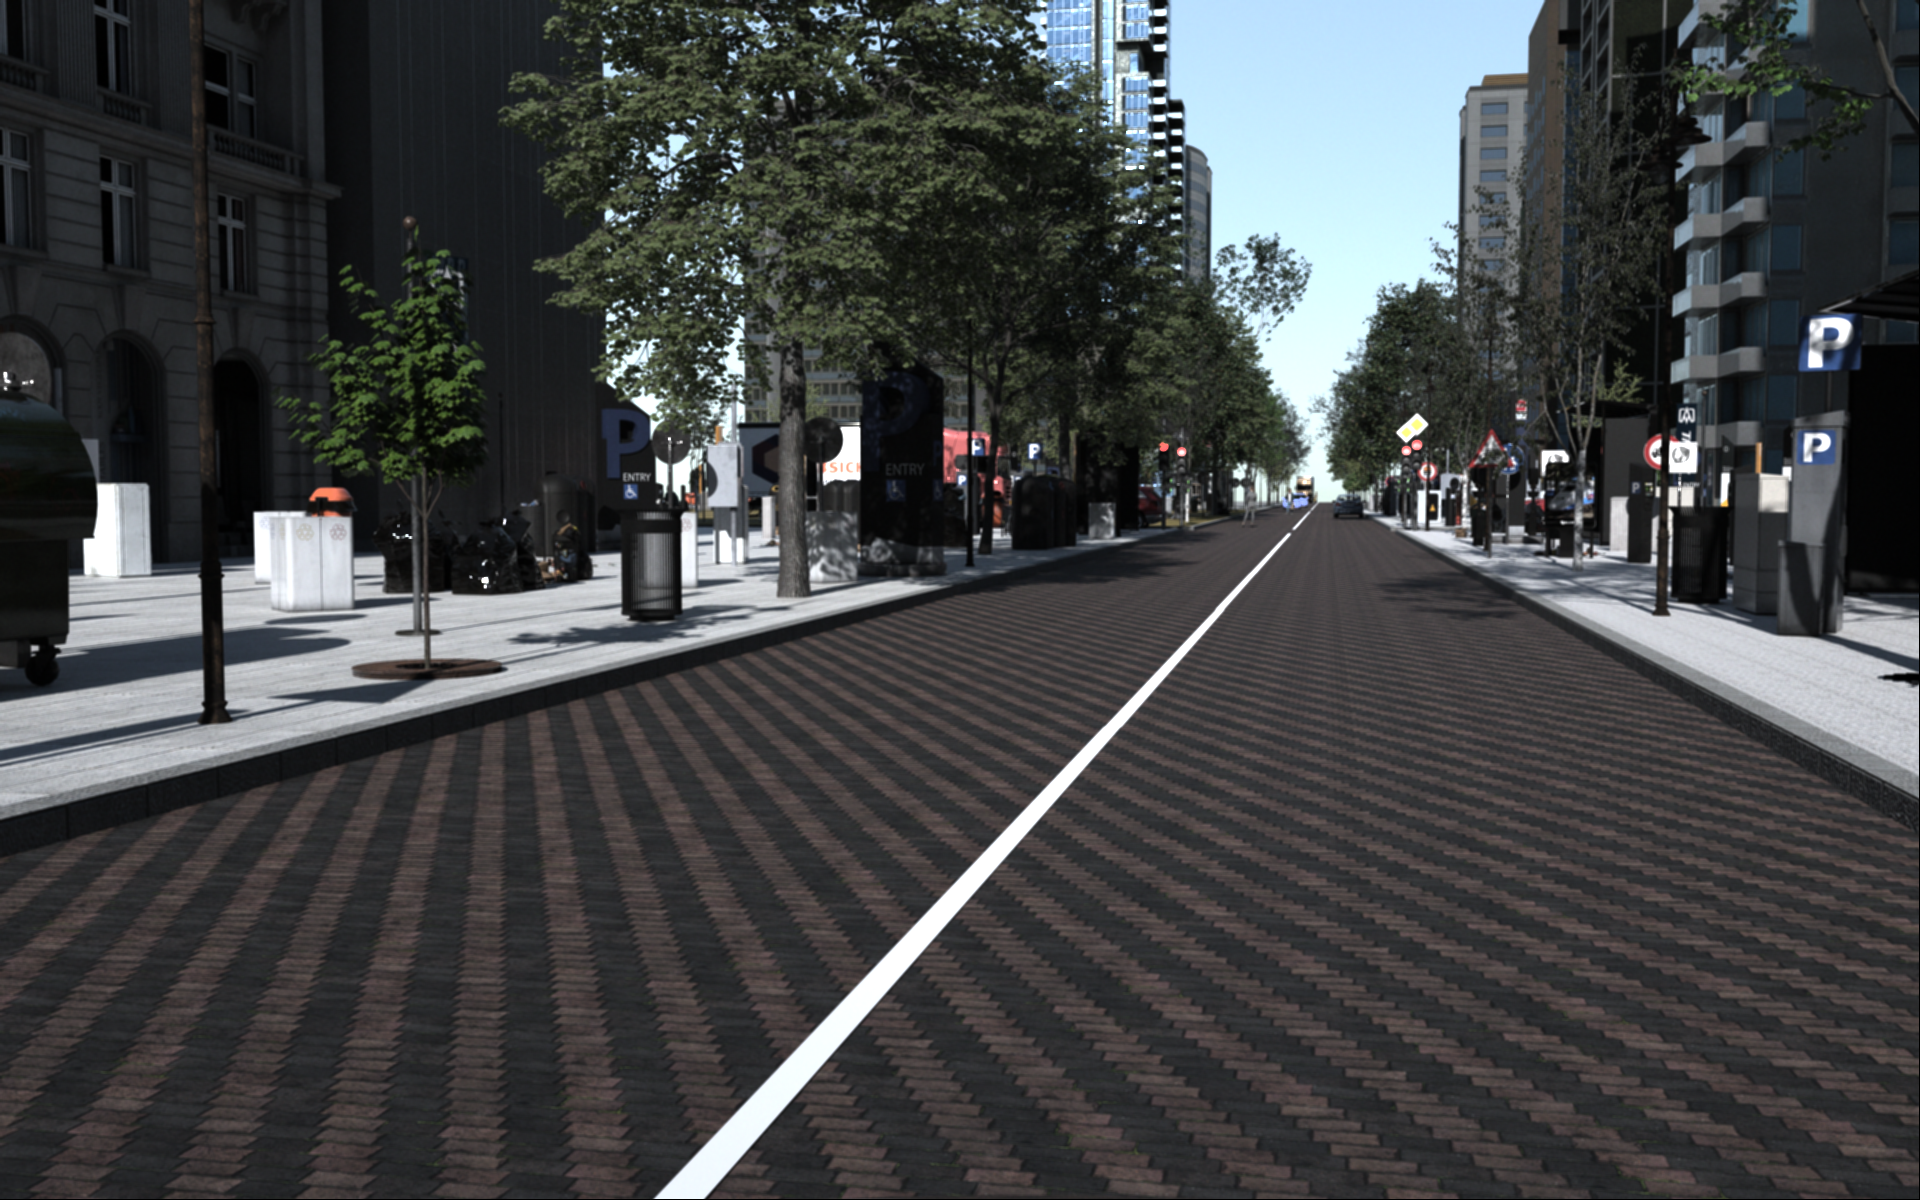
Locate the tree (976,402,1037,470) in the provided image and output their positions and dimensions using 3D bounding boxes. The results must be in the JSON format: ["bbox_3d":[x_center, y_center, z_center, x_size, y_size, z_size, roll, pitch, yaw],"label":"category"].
[{"bbox_3d":[3.625,-10.098,115.460,4.737,8.622,4.395,0,3,0],"label":"tree"}]

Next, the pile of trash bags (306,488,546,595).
[{"bbox_3d":[-7.241,-0.821,23.180,3.447,1.369,1.912,1,4,18],"label":"pile of trash bags"}]

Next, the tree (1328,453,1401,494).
[{"bbox_3d":[40.163,-14.164,165.994,8.767,10.594,7.601,3,5,41],"label":"tree"}]

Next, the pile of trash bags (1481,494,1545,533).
[{"bbox_3d":[18.257,-2.959,58.128,1.912,1.369,3.447,0,4,-8],"label":"pile of trash bags"}]

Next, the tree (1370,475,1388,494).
[{"bbox_3d":[35.167,-9.129,143.862,1.663,3.219,1.824,0,3,0],"label":"tree"}]

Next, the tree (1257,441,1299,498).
[{"bbox_3d":[43.059,-17.616,238.381,4.737,8.622,4.395,0,3,0],"label":"tree"}]

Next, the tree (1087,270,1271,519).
[{"bbox_3d":[11.309,-10.527,89.132,9.611,12.733,9.660,0,3,0],"label":"tree"}]

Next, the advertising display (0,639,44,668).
[{"bbox_3d":[-7.062,-0.466,12.825,0.974,1.923,0.123,2,4,31],"label":"advertising display"}]

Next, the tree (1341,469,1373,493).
[{"bbox_3d":[45.986,-13.136,198.480,4.285,4.588,4.351,0,3,0],"label":"tree"}]

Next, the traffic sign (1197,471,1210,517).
[{"bbox_3d":[13.494,-5.869,96.058,0.768,2.556,0.104,1,4,20],"label":"traffic sign"}]

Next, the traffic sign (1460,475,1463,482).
[{"bbox_3d":[31.232,-6.603,108.065,0.768,2.556,0.104,1,4,18],"label":"traffic sign"}]

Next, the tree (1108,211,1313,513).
[{"bbox_3d":[16.534,-15.963,116.883,12.611,20.169,13.585,0,3,0],"label":"tree"}]

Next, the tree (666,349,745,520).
[{"bbox_3d":[-12.979,-8.329,86.540,4.360,8.622,3.978,0,3,0],"label":"tree"}]

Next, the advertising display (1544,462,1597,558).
[{"bbox_3d":[12.237,-1.806,34.735,0.974,1.923,0.123,2,4,25],"label":"advertising display"}]

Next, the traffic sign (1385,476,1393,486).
[{"bbox_3d":[30.343,-7.456,122.004,0.768,2.556,0.104,1,4,15],"label":"traffic sign"}]

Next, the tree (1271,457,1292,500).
[{"bbox_3d":[50.781,-19.896,275.654,4.360,8.622,3.978,0,3,0],"label":"tree"}]

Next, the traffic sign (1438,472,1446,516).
[{"bbox_3d":[27.855,-6.081,99.536,0.768,2.556,0.104,1,4,19],"label":"traffic sign"}]

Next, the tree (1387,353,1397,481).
[{"bbox_3d":[15.442,-6.216,51.988,4.360,8.622,3.978,0,3,0],"label":"tree"}]

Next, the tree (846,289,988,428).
[{"bbox_3d":[-1.583,-6.552,57.484,4.360,8.622,3.978,0,3,0],"label":"tree"}]

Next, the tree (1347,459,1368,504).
[{"bbox_3d":[41.860,-14.031,179.770,4.737,8.622,4.395,0,3,0],"label":"tree"}]

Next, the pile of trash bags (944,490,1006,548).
[{"bbox_3d":[-0.401,-1.973,42.014,3.447,1.369,1.912,-2,4,-33],"label":"pile of trash bags"}]

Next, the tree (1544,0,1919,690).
[{"bbox_3d":[6.779,-5.222,11.140,9.928,11.665,9.643,0,3,0],"label":"tree"}]

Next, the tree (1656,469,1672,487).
[{"bbox_3d":[44.325,-7.885,112.636,4.285,4.588,4.351,0,3,0],"label":"tree"}]

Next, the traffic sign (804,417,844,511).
[{"bbox_3d":[-2.289,-1.737,28.510,0.768,2.556,0.104,1,4,16],"label":"traffic sign"}]

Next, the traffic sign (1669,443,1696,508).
[{"bbox_3d":[14.250,-1.968,34.314,0.606,2.300,0.079,1,4,13],"label":"traffic sign"}]

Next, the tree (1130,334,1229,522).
[{"bbox_3d":[10.212,-7.883,79.245,4.360,8.622,3.978,0,3,0],"label":"tree"}]

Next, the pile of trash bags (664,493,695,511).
[{"bbox_3d":[-23.309,-7.963,139.947,3.447,1.369,1.912,1,4,10],"label":"pile of trash bags"}]

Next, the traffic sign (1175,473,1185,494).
[{"bbox_3d":[10.544,-4.931,82.757,0.606,2.300,0.079,1,4,20],"label":"traffic sign"}]

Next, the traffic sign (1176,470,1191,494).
[{"bbox_3d":[9.401,-4.334,72.988,0.606,2.300,0.079,1,4,12],"label":"traffic sign"}]

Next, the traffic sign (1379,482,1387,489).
[{"bbox_3d":[34.016,-8.389,139.291,0.606,2.300,0.079,1,4,21],"label":"traffic sign"}]

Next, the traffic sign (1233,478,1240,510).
[{"bbox_3d":[21.754,-8.370,136.948,0.768,2.556,0.104,1,4,20],"label":"traffic sign"}]

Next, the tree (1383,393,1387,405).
[{"bbox_3d":[22.202,-8.073,82.357,4.360,8.622,3.978,0,3,0],"label":"tree"}]

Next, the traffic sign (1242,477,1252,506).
[{"bbox_3d":[21.817,-8.052,131.752,0.768,2.556,0.104,1,4,21],"label":"traffic sign"}]

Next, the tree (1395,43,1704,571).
[{"bbox_3d":[10.211,-4.798,28.807,4.360,8.622,3.978,0,3,0],"label":"tree"}]

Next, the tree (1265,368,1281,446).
[{"bbox_3d":[15.588,-11.350,103.696,7.486,12.596,7.792,0,3,0],"label":"tree"}]

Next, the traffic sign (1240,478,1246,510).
[{"bbox_3d":[22.363,-8.310,135.974,0.768,2.556,0.104,1,4,21],"label":"traffic sign"}]

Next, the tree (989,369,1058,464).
[{"bbox_3d":[3.029,-8.748,93.387,4.360,8.622,3.978,0,3,0],"label":"tree"}]

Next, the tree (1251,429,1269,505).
[{"bbox_3d":[35.021,-17.423,195.230,12.009,13.543,11.850,0,3,0],"label":"tree"}]

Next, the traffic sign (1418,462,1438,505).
[{"bbox_3d":[18.364,-4.158,68.088,0.768,2.556,0.104,1,4,16],"label":"traffic sign"}]

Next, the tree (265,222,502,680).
[{"bbox_3d":[-3.814,-1.094,12.496,1.663,3.219,1.824,0,3,0],"label":"tree"}]

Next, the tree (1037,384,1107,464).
[{"bbox_3d":[7.944,-9.650,108.140,4.737,8.622,4.395,0,3,0],"label":"tree"}]

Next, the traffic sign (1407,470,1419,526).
[{"bbox_3d":[17.924,-4.192,68.645,0.768,2.556,0.104,1,4,18],"label":"traffic sign"}]

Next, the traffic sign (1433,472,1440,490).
[{"bbox_3d":[27.537,-6.135,100.421,0.768,2.556,0.104,1,4,12],"label":"traffic sign"}]

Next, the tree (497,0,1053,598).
[{"bbox_3d":[-1.721,-6.293,21.013,7.486,12.596,7.792,0,3,0],"label":"tree"}]

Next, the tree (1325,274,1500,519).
[{"bbox_3d":[23.830,-10.619,90.630,9.611,12.733,9.660,0,3,0],"label":"tree"}]

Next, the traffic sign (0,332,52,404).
[{"bbox_3d":[-7.488,-0.830,13.669,0.768,2.556,0.104,1,4,16],"label":"traffic sign"}]

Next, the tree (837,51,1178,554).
[{"bbox_3d":[0.841,-6.246,36.532,7.601,10.594,8.767,2,4,23],"label":"tree"}]

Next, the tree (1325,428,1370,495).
[{"bbox_3d":[51.456,-18.828,225.956,7.486,12.596,7.792,0,3,0],"label":"tree"}]

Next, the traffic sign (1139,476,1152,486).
[{"bbox_3d":[10.443,-6.007,98.219,0.884,2.594,0.081,1,4,21],"label":"traffic sign"}]

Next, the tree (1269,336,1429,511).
[{"bbox_3d":[31.035,-13.382,129.158,12.009,13.543,11.850,0,3,0],"label":"tree"}]

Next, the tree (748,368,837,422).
[{"bbox_3d":[-9.788,-9.176,100.391,4.737,8.622,4.395,0,3,0],"label":"tree"}]

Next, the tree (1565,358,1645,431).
[{"bbox_3d":[34.811,-8.731,93.113,4.737,8.622,4.395,0,3,0],"label":"tree"}]

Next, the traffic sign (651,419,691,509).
[{"bbox_3d":[-4.922,-1.794,29.443,0.768,2.556,0.104,1,4,21],"label":"traffic sign"}]
